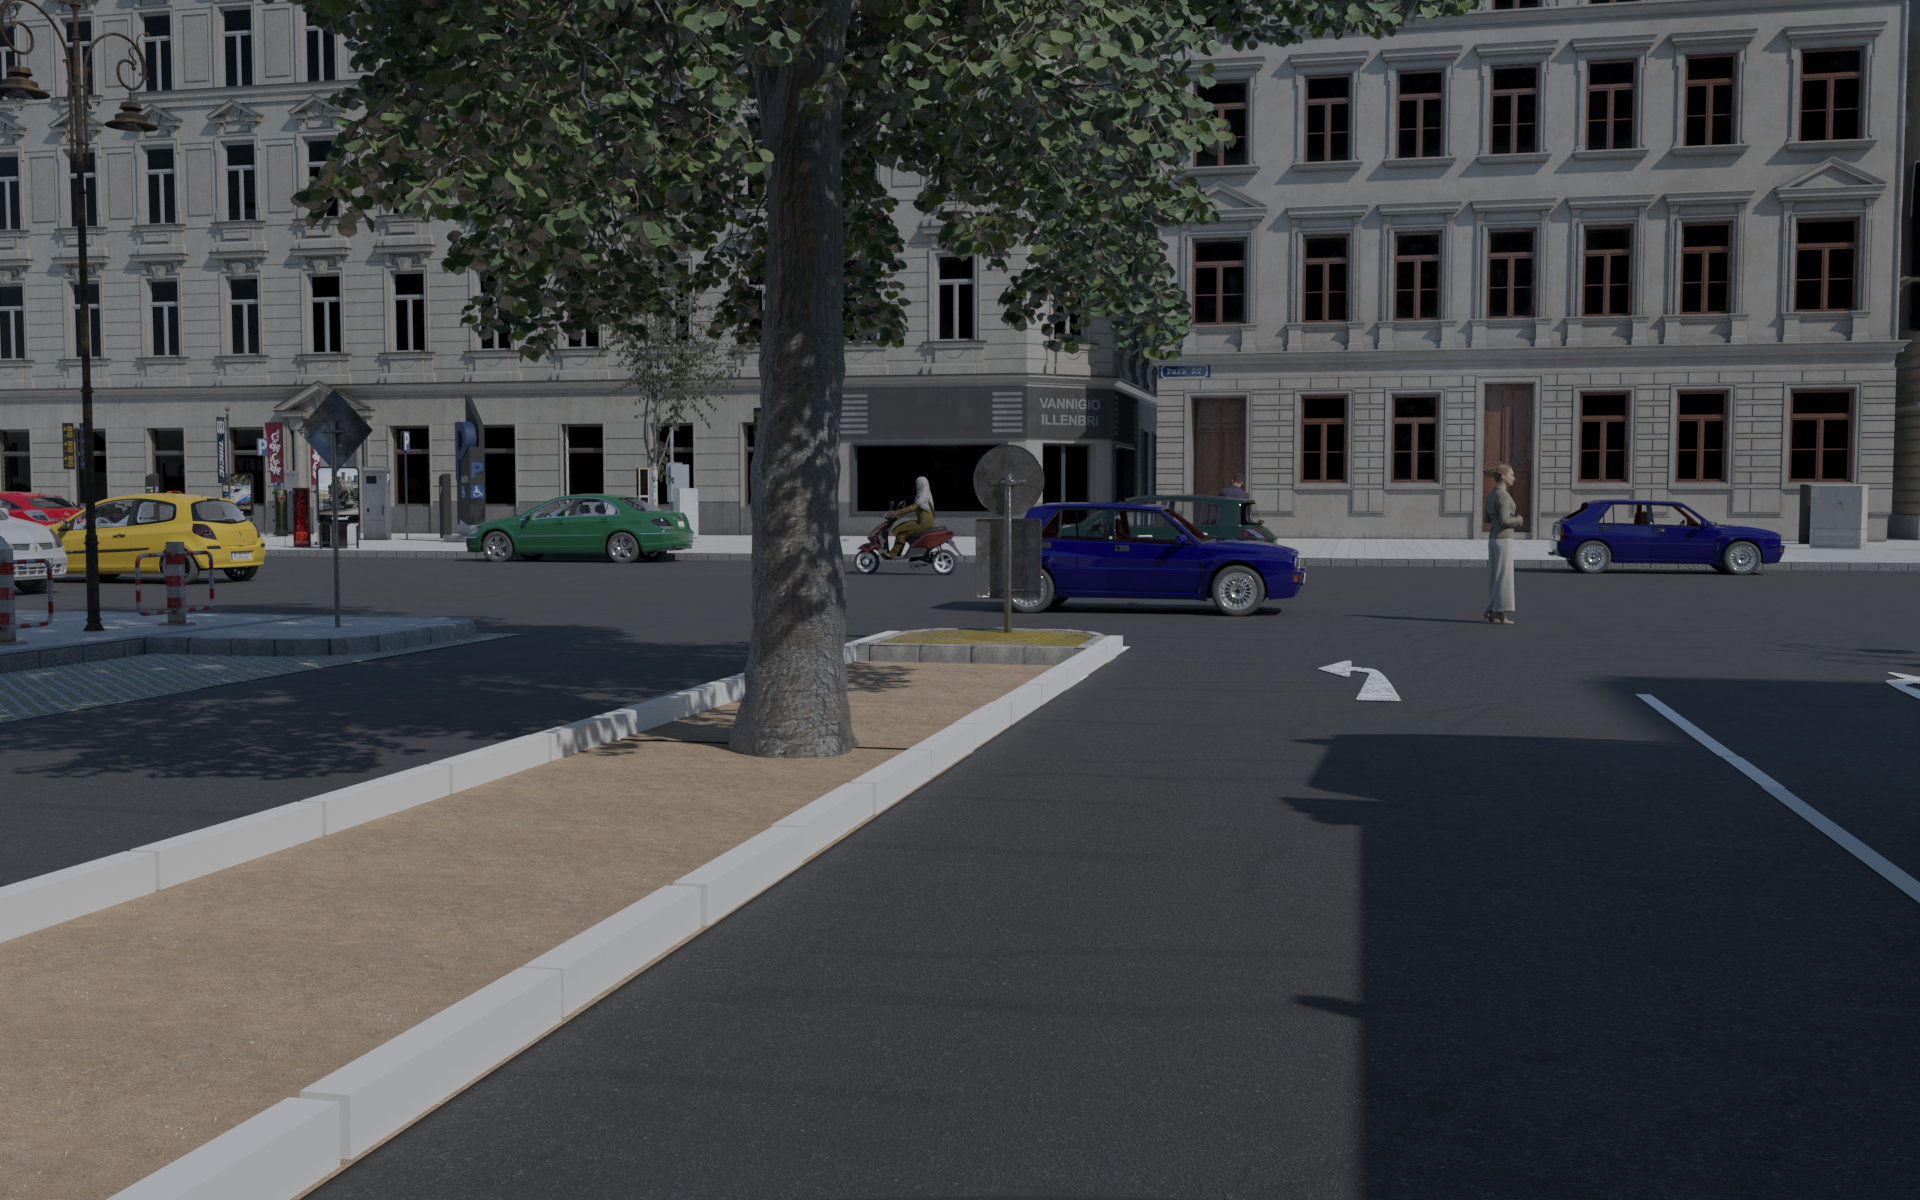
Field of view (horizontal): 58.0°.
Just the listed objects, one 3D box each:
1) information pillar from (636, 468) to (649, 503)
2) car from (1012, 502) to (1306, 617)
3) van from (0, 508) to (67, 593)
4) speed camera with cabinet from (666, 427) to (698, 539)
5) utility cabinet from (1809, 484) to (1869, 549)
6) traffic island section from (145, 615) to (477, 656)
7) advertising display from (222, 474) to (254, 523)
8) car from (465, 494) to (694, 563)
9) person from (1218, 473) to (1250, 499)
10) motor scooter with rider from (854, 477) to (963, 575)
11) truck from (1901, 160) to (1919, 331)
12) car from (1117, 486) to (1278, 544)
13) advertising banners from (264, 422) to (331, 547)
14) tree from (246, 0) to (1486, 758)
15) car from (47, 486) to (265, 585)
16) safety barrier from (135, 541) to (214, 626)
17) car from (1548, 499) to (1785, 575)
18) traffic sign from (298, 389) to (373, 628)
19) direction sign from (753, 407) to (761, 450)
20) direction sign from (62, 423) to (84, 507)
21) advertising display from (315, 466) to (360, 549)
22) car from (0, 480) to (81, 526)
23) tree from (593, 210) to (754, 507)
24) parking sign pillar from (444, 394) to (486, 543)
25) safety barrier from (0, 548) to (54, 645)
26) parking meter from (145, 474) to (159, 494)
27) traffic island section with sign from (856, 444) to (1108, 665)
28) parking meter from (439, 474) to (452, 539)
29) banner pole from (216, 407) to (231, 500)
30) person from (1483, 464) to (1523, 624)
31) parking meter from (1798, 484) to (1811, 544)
[{"bbox_3d":[-8.904,-2.700,48.631,0.304,2.012,0.304,-2,4,-25],"label":"information pillar"},{"bbox_3d":[2.267,-0.532,21.272,3.894,1.354,1.945,1,4,13],"label":"car"},{"bbox_3d":[-14.948,-1.092,24.865,4.112,2.044,2.013,1,4,14],"label":"van"},{"bbox_3d":[-8.132,-3.449,50.729,0.660,3.252,2.038,-1,4,-19],"label":"speed camera with cabinet"},{"bbox_3d":[20.380,-1.927,40.180,0.318,1.500,1.173,-3,4,-38],"label":"utility cabinet"},{"bbox_3d":[-6.011,0.343,16.670,2.009,0.180,2.903,1,4,13],"label":"traffic island section"},{"bbox_3d":[-22.694,-3.012,54.453,0.974,1.923,0.123,0,4,6],"label":"advertising display"},{"bbox_3d":[-8.147,-1.539,36.960,4.920,1.459,2.131,1,4,12],"label":"car"},{"bbox_3d":[4.376,-1.170,28.084,0.683,1.767,0.568,1,4,11],"label":"person"},{"bbox_3d":[-0.909,-1.329,30.693,1.986,1.779,0.876,1,4,13],"label":"motor scooter with rider"},{"bbox_3d":[5.035,-0.481,3.796,3.469,3.379,9.791,1,4,13],"label":"truck"},{"bbox_3d":[2.858,-1.051,26.974,4.222,1.686,2.009,1,4,13],"label":"car"},{"bbox_3d":[-15.932,-2.798,41.927,2.074,3.025,0.090,1,4,17],"label":"advertising banners"},{"bbox_3d":[-0.922,-6.131,9.350,9.857,13.997,8.962,0,3,0],"label":"tree"},{"bbox_3d":[-13.470,-1.107,28.327,3.980,1.641,2.015,1,4,13],"label":"car"},{"bbox_3d":[-7.659,-0.162,16.917,0.300,0.817,1.120,1,4,13],"label":"safety barrier"},{"bbox_3d":[12.811,-1.160,31.550,3.894,1.354,1.945,1,4,13],"label":"car"},{"bbox_3d":[-5.986,-0.793,16.602,0.795,2.450,0.064,1,4,13],"label":"traffic sign"},{"bbox_3d":[-5.111,-3.254,45.194,0.379,3.537,0.876,-3,5,-42],"label":"direction sign"},{"bbox_3d":[-28.063,-3.860,55.112,0.876,3.537,0.379,0,4,-3],"label":"direction sign"},{"bbox_3d":[-14.544,-2.159,40.516,0.974,1.923,0.123,-3,4,-36],"label":"advertising display"},{"bbox_3d":[-22.406,-1.887,39.896,4.494,1.783,2.155,1,4,13],"label":"car"},{"bbox_3d":[-7.200,-5.603,41.967,4.360,8.622,3.978,0,3,0],"label":"tree"},{"bbox_3d":[-13.090,-3.538,46.311,1.447,3.967,1.447,-2,4,-31],"label":"parking sign pillar"},{"bbox_3d":[-8.158,-0.031,14.775,0.300,0.817,1.120,1,4,13],"label":"safety barrier"},{"bbox_3d":[-23.104,-2.682,49.560,0.255,1.863,0.399,0,4,-1],"label":"parking meter"},{"bbox_3d":[0.305,-0.447,15.452,2.006,1.907,1.989,1,4,13],"label":"traffic island section with sign"},{"bbox_3d":[-14.807,-2.698,49.823,0.255,1.863,0.399,-2,4,-33],"label":"parking meter"},{"bbox_3d":[-21.056,-3.644,49.598,0.401,3.779,0.863,0,4,5],"label":"banner pole"},{"bbox_3d":[6.004,-0.614,19.089,0.362,1.759,0.519,0,4,-4],"label":"person"},{"bbox_3d":[21.794,-2.211,44.555,0.372,1.533,0.369,0,3,0],"label":"parking meter"}]
